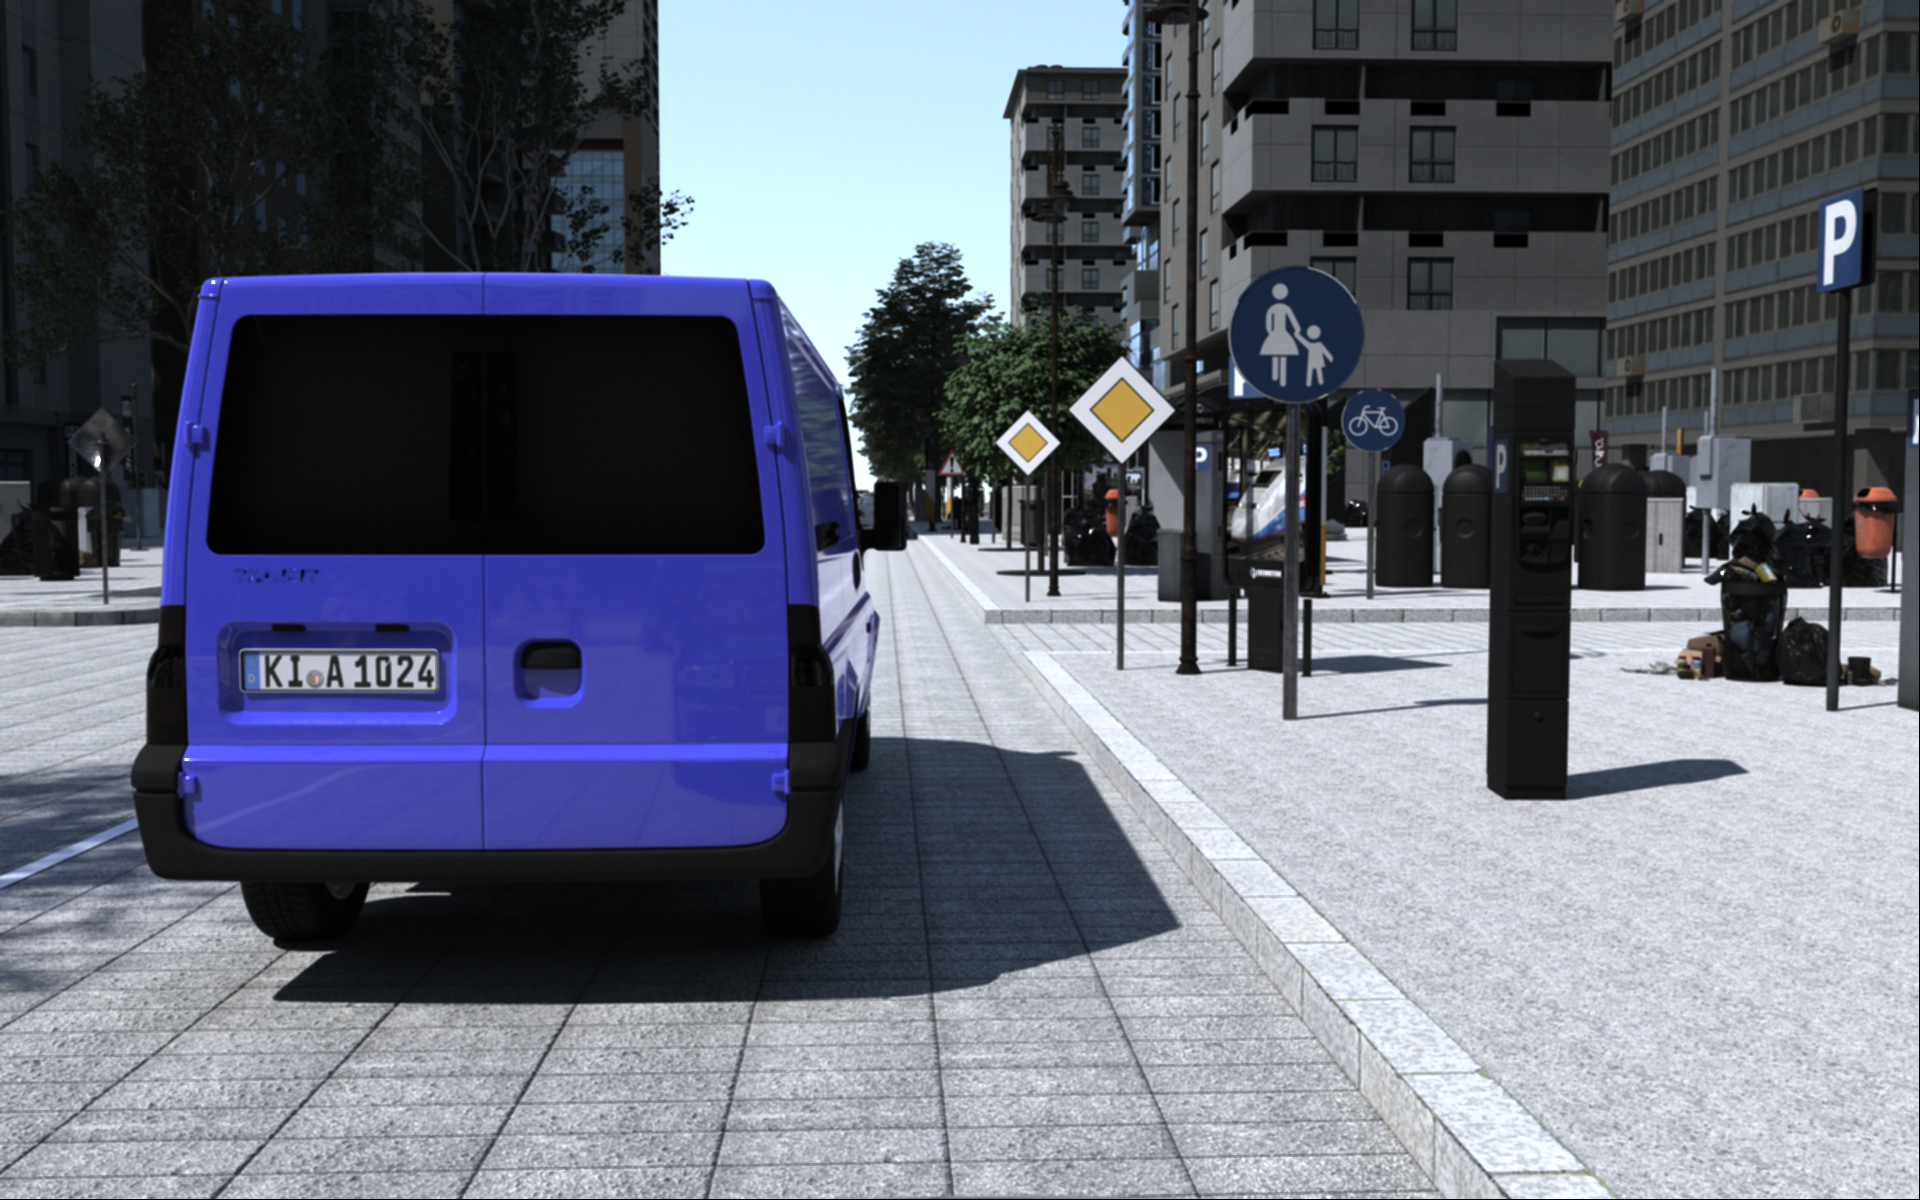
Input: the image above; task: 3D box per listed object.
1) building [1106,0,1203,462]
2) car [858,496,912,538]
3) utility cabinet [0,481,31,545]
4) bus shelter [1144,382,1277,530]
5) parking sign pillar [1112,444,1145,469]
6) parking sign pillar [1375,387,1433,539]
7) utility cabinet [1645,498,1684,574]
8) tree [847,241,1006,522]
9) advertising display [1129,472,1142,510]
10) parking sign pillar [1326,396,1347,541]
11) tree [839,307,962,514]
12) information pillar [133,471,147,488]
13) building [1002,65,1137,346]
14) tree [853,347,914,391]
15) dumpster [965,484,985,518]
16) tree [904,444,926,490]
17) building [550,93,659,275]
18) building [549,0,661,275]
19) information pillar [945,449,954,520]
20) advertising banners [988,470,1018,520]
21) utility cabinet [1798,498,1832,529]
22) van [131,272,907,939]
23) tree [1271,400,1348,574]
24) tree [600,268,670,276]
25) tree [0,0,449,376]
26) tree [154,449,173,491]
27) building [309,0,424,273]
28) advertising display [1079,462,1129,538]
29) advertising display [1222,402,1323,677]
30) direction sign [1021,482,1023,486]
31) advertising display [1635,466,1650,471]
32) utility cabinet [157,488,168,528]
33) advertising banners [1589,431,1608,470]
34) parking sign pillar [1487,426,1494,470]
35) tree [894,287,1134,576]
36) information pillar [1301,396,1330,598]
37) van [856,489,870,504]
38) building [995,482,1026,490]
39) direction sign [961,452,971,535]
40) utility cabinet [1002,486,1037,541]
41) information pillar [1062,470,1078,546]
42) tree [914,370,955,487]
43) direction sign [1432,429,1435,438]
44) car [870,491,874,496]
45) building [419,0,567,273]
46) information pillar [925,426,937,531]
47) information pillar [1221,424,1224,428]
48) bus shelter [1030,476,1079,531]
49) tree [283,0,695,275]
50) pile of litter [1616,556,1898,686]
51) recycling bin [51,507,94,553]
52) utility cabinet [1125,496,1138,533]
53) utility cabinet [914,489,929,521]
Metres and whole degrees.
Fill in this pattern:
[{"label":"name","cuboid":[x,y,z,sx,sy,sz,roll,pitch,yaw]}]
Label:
[{"label":"building","cuboid":[21.706,-50.702,141.642,22.319,86.520,31.000,0,4,-3]},{"label":"car","cuboid":[-2.647,-2.788,57.946,2.083,1.381,4.827,0,4,-2]},{"label":"utility cabinet","cuboid":[-16.823,-1.312,30.133,1.173,1.500,0.318,-2,4,-29]},{"label":"bus shelter","cuboid":[4.793,-2.455,34.059,2.014,3.302,5.546,0,4,-3]},{"label":"parking sign pillar","cuboid":[6.621,-4.872,68.130,1.447,3.967,1.447,0,4,-4]},{"label":"parking sign pillar","cuboid":[11.171,-3.358,43.382,1.447,3.967,1.447,-2,4,-27]},{"label":"utility cabinet","cuboid":[11.228,-1.044,28.234,1.020,1.237,0.306,2,4,26]},{"label":"tree","cuboid":[-1.447,-9.806,78.463,7.486,12.596,7.792,0,3,0]},{"label":"advertising display","cuboid":[4.723,-2.717,49.631,0.974,1.923,0.123,0,4,8]},{"label":"parking sign pillar","cuboid":[9.907,-3.611,47.512,1.447,3.967,1.447,-1,4,-22]},{"label":"tree","cuboid":[-2.765,-12.466,110.473,9.857,13.997,8.962,0,3,0]},{"label":"information pillar","cuboid":[-26.631,-3.167,56.275,0.304,2.012,0.304,3,5,41]},{"label":"building","cuboid":[20.449,-38.086,211.951,28.713,52.752,27.495,0,4,-3]},{"label":"tree","cuboid":[-6.199,-21.951,214.790,12.611,20.169,13.585,0,3,0]},{"label":"dumpster","cuboid":[0.746,-5.479,95.348,1.264,1.857,1.865,0,4,-3]},{"label":"tree","cuboid":[-2.692,-10.748,126.094,4.360,8.622,3.978,0,3,0]},{"label":"building","cuboid":[-42.241,-33.506,197.938,14.600,45.320,14.200,0,4,-3]},{"label":"building","cuboid":[-45.775,-47.491,214.725,20.563,71.187,20.611,0,4,-3]},{"label":"information pillar","cuboid":[-0.495,-5.767,85.646,0.183,3.616,0.504,-3,4,-39]},{"label":"advertising banners","cuboid":[2.190,-5.500,86.106,0.090,3.025,2.074,-3,5,-45]},{"label":"utility cabinet","cuboid":[14.428,-1.119,29.456,0.306,1.237,1.020,0,4,-7]},{"label":"van","cuboid":[-1.354,-0.175,7.245,2.240,2.365,5.245,0,4,-1]},{"label":"tree","cuboid":[5.367,-2.036,27.890,1.663,3.219,1.824,0,3,0]},{"label":"tree","cuboid":[-15.396,-9.457,80.377,9.928,11.665,9.643,0,3,0]},{"label":"tree","cuboid":[-13.073,-5.857,30.179,7.601,10.594,8.767,0,4,8]},{"label":"tree","cuboid":[-28.321,-4.198,63.245,1.663,3.219,1.824,0,3,0]},{"label":"building","cuboid":[-46.595,-25.277,105.168,32.217,40.220,23.993,0,4,-3]},{"label":"advertising display","cuboid":[2.826,-1.782,34.342,0.974,1.923,0.123,-1,4,-20]},{"label":"advertising display","cuboid":[2.238,-0.446,12.499,0.123,1.923,0.974,-2,4,-29]},{"label":"direction sign","cuboid":[2.389,-4.556,66.484,0.379,3.537,0.876,-1,4,-9]},{"label":"advertising display","cuboid":[16.106,-2.166,40.628,0.974,1.923,0.123,-3,5,-41]},{"label":"utility cabinet","cuboid":[-30.109,-3.447,65.044,0.318,1.500,1.173,2,4,29]},{"label":"advertising banners","cuboid":[18.408,-3.166,47.948,2.074,3.025,0.090,0,4,-2]},{"label":"parking sign pillar","cuboid":[15.418,-3.695,48.882,1.447,3.967,1.447,-1,4,-17]},{"label":"tree","cuboid":[1.367,-2.693,27.737,4.285,4.588,4.351,0,3,0]},{"label":"information pillar","cuboid":[4.369,-1.840,21.436,0.183,3.616,0.504,-2,4,-27]},{"label":"van","cuboid":[-8.174,-8.359,143.683,2.013,2.044,4.112,0,4,-2]},{"label":"building","cuboid":[19.110,-24.238,241.333,27.650,21.520,28.899,0,4,-3]},{"label":"direction sign","cuboid":[0.297,-3.809,54.267,0.379,3.537,0.876,2,4,33]},{"label":"utility cabinet","cuboid":[1.665,-2.355,47.184,1.173,1.500,0.318,3,5,44]},{"label":"information pillar","cuboid":[2.712,-2.343,42.800,0.304,2.012,0.304,2,4,27]},{"label":"tree","cuboid":[-1.397,-9.280,102.089,4.737,8.622,4.395,0,3,0]},{"label":"direction sign","cuboid":[16.165,-4.199,60.644,0.876,3.537,0.379,2,4,25]},{"label":"car","cuboid":[-11.788,-14.320,242.806,2.281,1.827,5.304,0,4,-1]},{"label":"building","cuboid":[-42.345,-29.175,131.631,22.147,44.769,28.867,0,4,-3]},{"label":"information pillar","cuboid":[-1.007,-4.159,59.362,0.183,3.616,0.504,2,4,33]},{"label":"information pillar","cuboid":[7.509,-3.494,48.488,0.183,3.616,0.504,-3,4,-36]},{"label":"bus shelter","cuboid":[3.322,-4.961,58.745,2.179,5.291,8.768,0,4,-2]},{"label":"tree","cuboid":[-14.574,-12.161,54.721,12.611,20.169,13.585,0,3,0]},{"label":"pile of litter","cuboid":[5.584,0.111,12.150,1.176,0.858,1.719,-3,4,-37]},{"label":"recycling bin","cuboid":[-16.847,-1.253,33.039,0.722,1.027,0.722,0,4,-5]},{"label":"utility cabinet","cuboid":[4.484,-2.145,46.232,0.306,1.237,1.020,0,4,-6]},{"label":"utility cabinet","cuboid":[-1.561,-4.470,81.757,1.173,1.500,0.318,-2,4,-25]}]
